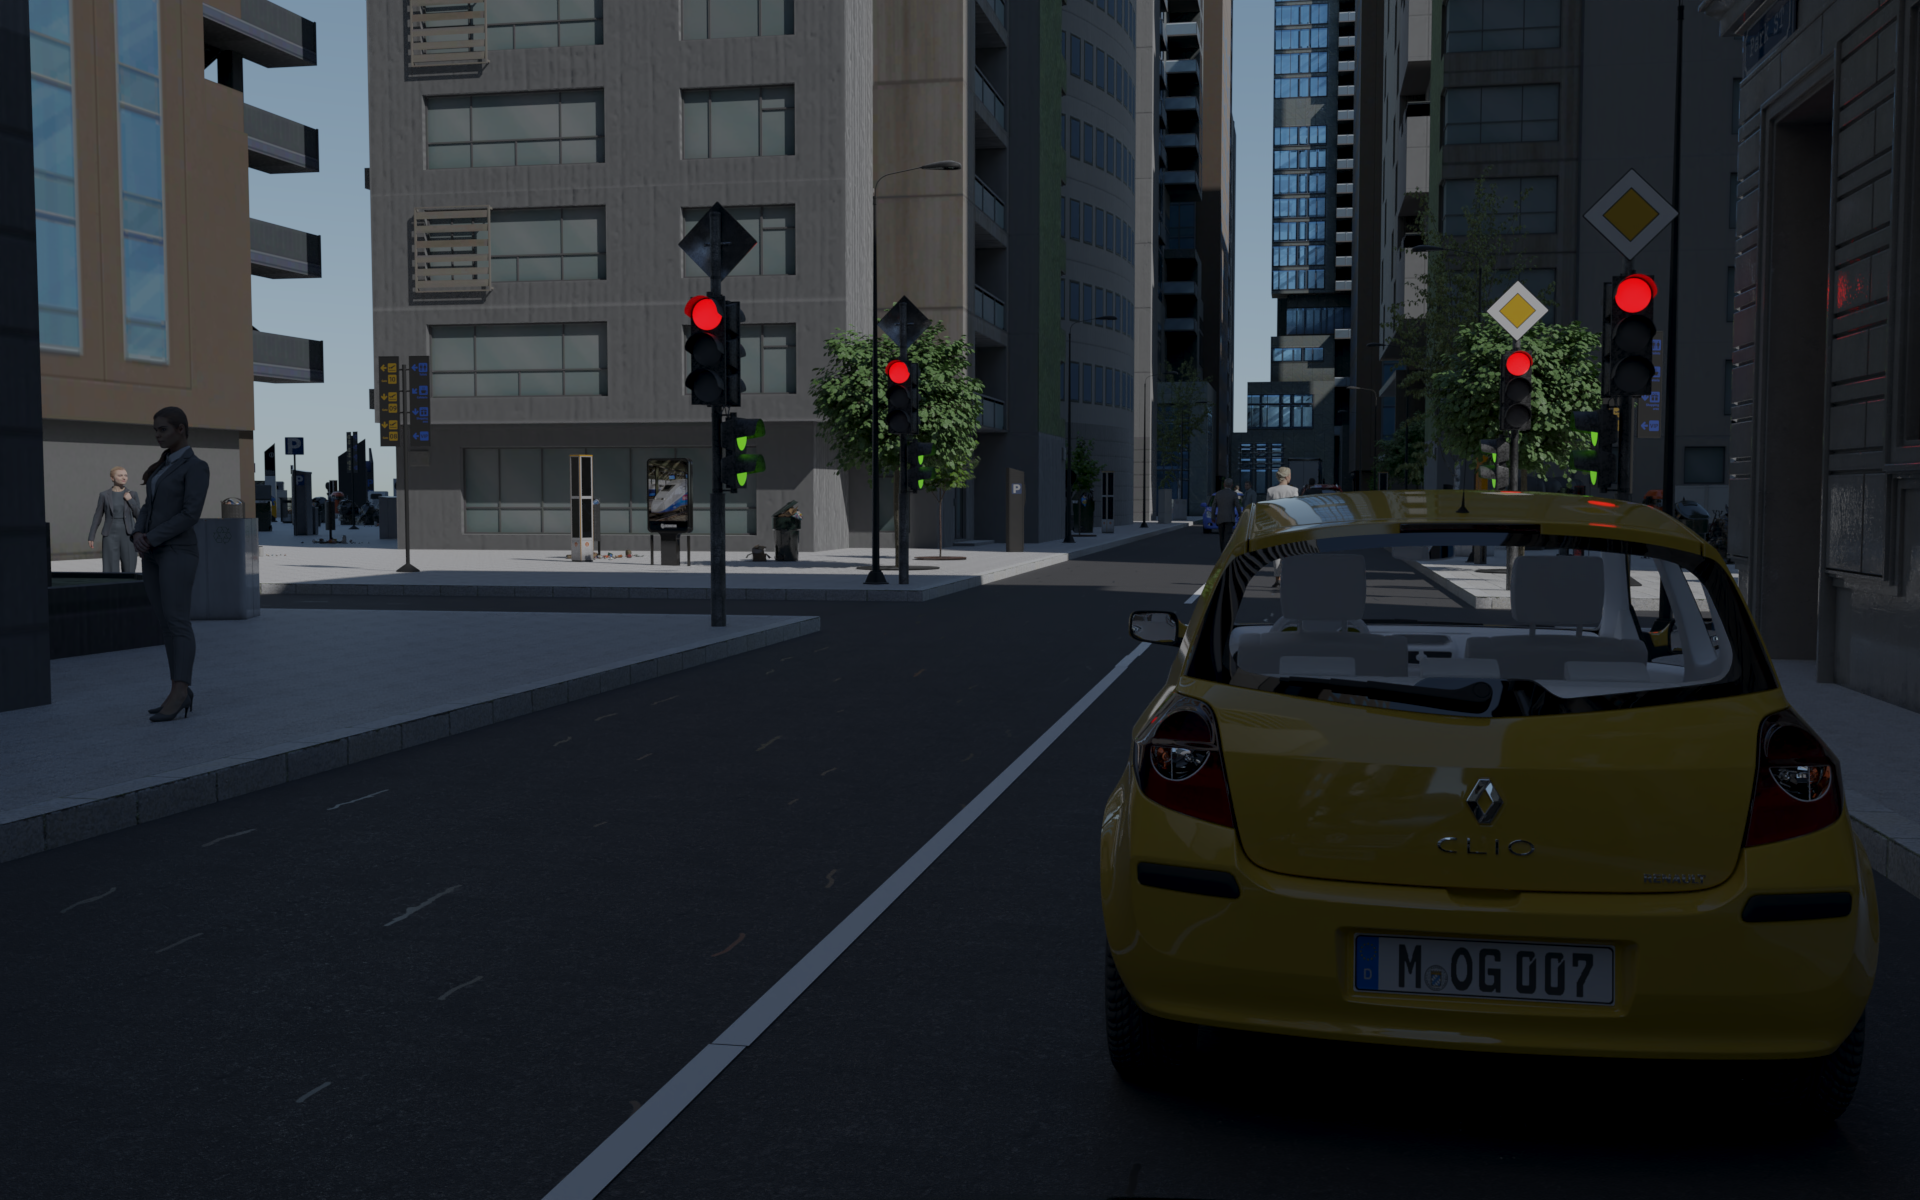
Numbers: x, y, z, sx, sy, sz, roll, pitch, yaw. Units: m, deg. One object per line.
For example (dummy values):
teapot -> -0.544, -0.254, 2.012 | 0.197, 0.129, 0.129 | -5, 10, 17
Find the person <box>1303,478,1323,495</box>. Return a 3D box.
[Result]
person -> 10.302, -2.607, 50.494 | 0.648, 1.900, 0.474 | -2, 4, -27

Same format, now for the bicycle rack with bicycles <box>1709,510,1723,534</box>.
bicycle rack with bicycles -> 17.213, -1.533, 38.449 | 2.925, 0.926, 2.852 | 1, 4, 23

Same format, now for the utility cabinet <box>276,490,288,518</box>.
utility cabinet -> -36.851, -5.172, 93.247 | 1.173, 1.500, 0.318 | -3, 5, -40

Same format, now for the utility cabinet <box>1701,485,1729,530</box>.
utility cabinet -> 19.056, -2.090, 42.847 | 1.173, 1.500, 0.318 | 0, 4, 6

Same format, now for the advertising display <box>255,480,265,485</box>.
advertising display -> -32.915, -4.691, 81.914 | 0.974, 1.923, 0.123 | 0, 4, 7

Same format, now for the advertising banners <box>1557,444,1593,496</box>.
advertising banners -> 11.636, -2.223, 32.528 | 0.090, 3.025, 2.074 | 0, 4, -1

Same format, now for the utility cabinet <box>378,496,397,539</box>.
utility cabinet -> -16.391, -2.370, 49.912 | 0.306, 1.237, 1.020 | 0, 4, 5

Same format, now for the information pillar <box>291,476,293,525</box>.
information pillar -> -27.573, -4.124, 71.913 | 0.304, 2.012, 0.304 | -1, 4, -13

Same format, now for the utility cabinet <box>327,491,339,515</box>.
utility cabinet -> -38.445, -6.003, 106.821 | 1.173, 1.500, 0.318 | 1, 4, 22

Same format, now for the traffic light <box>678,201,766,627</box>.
traffic light -> -2.326, -1.698, 16.687 | 0.839, 4.253, 0.868 | 1, 4, 11

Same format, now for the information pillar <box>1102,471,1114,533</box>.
information pillar -> 4.822, -3.178, 56.454 | 0.304, 2.012, 0.304 | -2, 4, -30

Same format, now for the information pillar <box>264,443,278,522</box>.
information pillar -> -31.469, -5.365, 79.072 | 0.504, 3.616, 0.183 | -1, 4, -16

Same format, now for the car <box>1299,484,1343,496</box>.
car -> 14.244, -3.650, 68.351 | 2.281, 1.827, 5.304 | 1, 4, 10

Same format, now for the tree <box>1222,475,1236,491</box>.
tree -> 22.752, -9.450, 149.113 | 1.663, 3.219, 1.824 | 0, 3, 0

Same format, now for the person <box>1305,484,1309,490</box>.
person -> 13.079, -3.414, 64.501 | 0.592, 1.802, 0.473 | 0, 4, 2

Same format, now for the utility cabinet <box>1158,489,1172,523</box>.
utility cabinet -> 8.889, -4.070, 75.217 | 0.318, 1.500, 1.173 | 1, 4, 22

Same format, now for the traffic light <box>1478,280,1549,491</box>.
traffic light -> 7.326, -2.081, 22.947 | 0.839, 4.253, 0.868 | 1, 4, 11

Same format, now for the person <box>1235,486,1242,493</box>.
person -> 12.545, -4.292, 78.791 | 0.709, 1.813, 0.853 | 0, 4, -7

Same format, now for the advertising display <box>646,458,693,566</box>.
advertising display -> -5.189, -1.576, 30.985 | 0.974, 1.923, 0.123 | 2, 4, 31

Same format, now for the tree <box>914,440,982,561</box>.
tree -> -0.330, -2.389, 33.666 | 1.663, 3.219, 1.824 | 0, 3, 0

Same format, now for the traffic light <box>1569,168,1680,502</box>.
traffic light -> 5.783, -1.602, 15.112 | 0.839, 4.253, 0.868 | 1, 4, 11

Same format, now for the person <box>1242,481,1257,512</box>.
person -> 8.336, -2.536, 50.066 | 0.391, 1.810, 0.635 | -2, 4, -29

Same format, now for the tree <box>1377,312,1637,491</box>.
tree -> 9.181, -2.717, 28.137 | 4.285, 4.588, 4.351 | 0, 3, 0

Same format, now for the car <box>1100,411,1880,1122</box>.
car -> 1.483, 0.289, 5.506 | 2.015, 1.641, 3.980 | 1, 4, 12

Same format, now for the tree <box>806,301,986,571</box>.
tree -> -1.047, -2.809, 29.648 | 4.285, 4.588, 4.351 | 0, 3, 0

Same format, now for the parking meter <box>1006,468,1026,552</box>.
parking meter -> 1.229, -1.988, 38.214 | 0.399, 1.863, 0.255 | -1, 4, -13

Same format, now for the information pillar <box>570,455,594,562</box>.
information pillar -> -7.131, -1.722, 32.650 | 0.304, 2.012, 0.304 | 3, 5, 39

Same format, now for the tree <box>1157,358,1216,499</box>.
tree -> 11.532, -8.704, 92.670 | 4.737, 8.622, 4.395 | 0, 3, 0

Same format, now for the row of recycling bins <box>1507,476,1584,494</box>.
row of recycling bins -> 13.835, -2.055, 40.704 | 1.069, 1.692, 3.534 | 3, 4, 38

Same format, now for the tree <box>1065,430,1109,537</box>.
tree -> 3.607, -3.535, 52.394 | 1.663, 3.219, 1.824 | 0, 3, 0

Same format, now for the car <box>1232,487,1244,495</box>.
car -> 13.431, -4.710, 85.807 | 1.959, 1.807, 4.718 | 1, 4, 12

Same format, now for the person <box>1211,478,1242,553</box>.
person -> 5.863, -1.780, 37.994 | 0.661, 1.777, 0.834 | 1, 4, 20

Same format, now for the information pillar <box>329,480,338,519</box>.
information pillar -> -32.743, -5.263, 90.550 | 0.304, 2.012, 0.304 | 2, 4, 26

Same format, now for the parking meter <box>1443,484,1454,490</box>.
parking meter -> 12.413, -2.168, 43.857 | 0.372, 1.533, 0.369 | 0, 3, 0

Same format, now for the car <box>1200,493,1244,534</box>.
car -> 9.857, -3.317, 63.824 | 1.945, 1.707, 3.694 | 1, 4, 11

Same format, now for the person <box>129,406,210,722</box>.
person -> -4.618, -0.225, 9.996 | 0.520, 1.790, 0.573 | 1, 4, 19

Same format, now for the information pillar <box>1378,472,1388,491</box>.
information pillar -> 14.123, -3.265, 57.882 | 0.304, 2.012, 0.304 | 0, 4, 8

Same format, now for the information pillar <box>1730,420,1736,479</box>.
information pillar -> 18.303, -3.016, 40.662 | 0.504, 3.616, 0.183 | -1, 4, -20

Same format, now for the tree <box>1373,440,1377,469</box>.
tree -> 17.713, -5.076, 66.703 | 4.285, 4.588, 4.351 | 0, 3, 0

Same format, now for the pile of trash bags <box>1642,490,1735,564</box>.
pile of trash bags -> 14.270, -1.437, 33.244 | 1.912, 1.369, 3.447 | -1, 4, -15

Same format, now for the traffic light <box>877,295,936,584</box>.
traffic light -> -0.783, -2.177, 24.522 | 0.839, 4.253, 0.868 | 1, 4, 11

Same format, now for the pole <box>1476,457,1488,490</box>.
pole -> 9.523, -2.309, 31.600 | 0.158, 3.312, 0.155 | 0, 3, 0

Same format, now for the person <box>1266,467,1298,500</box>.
person -> 4.934, -1.099, 26.347 | 0.514, 1.842, 0.818 | 0, 4, -7

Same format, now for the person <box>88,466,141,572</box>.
person -> -10.450, -0.767, 21.466 | 0.534, 1.772, 0.576 | 3, 5, 42

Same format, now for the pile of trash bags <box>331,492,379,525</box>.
pile of trash bags -> -25.190, -3.830, 72.379 | 3.447, 1.369, 1.912 | 3, 4, 36

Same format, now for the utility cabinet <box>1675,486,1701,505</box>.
utility cabinet -> 19.214, -2.260, 45.625 | 1.173, 1.500, 0.318 | 3, 4, 36

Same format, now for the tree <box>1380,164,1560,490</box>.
tree -> 11.524, -5.473, 39.844 | 4.737, 8.622, 4.395 | 0, 3, 0
